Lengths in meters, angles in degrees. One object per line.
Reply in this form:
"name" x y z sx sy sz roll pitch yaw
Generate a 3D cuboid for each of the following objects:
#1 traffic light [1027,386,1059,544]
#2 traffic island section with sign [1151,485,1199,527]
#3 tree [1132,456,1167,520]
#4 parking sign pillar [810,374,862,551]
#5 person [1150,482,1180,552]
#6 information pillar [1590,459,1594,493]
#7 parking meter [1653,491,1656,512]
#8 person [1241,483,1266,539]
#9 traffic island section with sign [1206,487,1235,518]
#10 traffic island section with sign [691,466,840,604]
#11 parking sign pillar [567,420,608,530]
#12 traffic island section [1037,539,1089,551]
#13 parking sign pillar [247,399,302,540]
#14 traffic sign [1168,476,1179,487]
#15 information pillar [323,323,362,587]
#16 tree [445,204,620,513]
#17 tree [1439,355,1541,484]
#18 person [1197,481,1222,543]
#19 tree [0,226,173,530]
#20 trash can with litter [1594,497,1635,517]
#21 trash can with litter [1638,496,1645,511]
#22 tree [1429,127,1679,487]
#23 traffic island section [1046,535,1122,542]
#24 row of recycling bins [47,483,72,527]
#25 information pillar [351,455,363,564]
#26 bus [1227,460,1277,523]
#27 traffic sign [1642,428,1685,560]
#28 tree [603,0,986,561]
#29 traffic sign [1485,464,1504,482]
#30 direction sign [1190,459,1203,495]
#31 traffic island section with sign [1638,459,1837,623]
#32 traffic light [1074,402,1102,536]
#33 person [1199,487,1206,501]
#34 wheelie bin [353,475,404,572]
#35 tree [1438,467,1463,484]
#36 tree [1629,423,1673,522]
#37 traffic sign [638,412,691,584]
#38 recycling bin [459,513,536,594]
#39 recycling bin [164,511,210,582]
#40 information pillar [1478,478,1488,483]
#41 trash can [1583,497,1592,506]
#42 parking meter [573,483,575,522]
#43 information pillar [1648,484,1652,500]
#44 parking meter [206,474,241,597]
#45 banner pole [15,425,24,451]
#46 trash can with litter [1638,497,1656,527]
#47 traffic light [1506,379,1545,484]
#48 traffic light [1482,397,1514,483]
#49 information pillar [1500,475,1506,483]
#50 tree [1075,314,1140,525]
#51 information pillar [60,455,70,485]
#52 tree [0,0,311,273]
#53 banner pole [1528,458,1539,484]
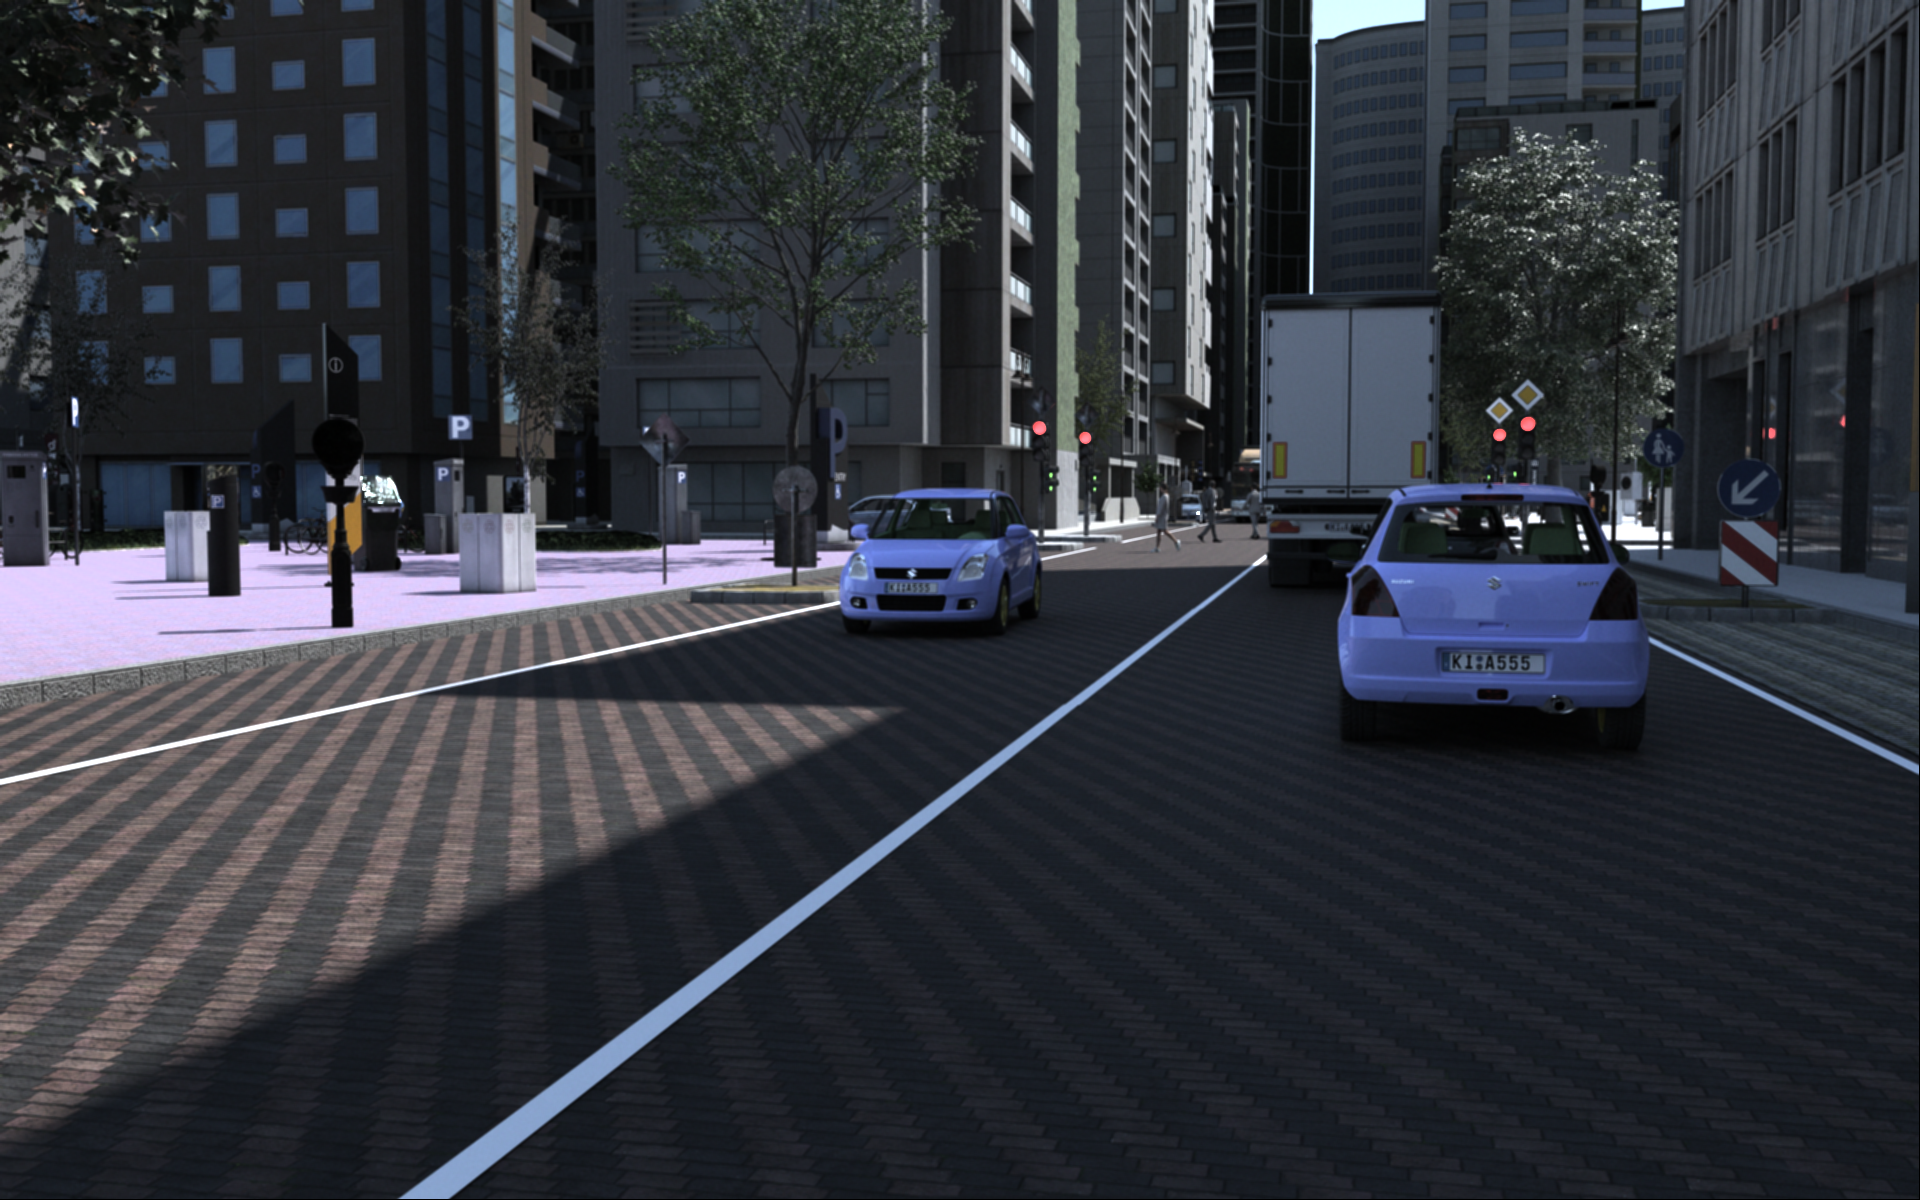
"traffic light" 2.127 -3.423 44.882 0.839 4.253 0.868 1 4 13
"traffic island section with sign" 9.634 -4.196 77.227 1.989 1.847 2.006 1 4 13
"tree" 9.419 -5.666 87.239 1.663 3.219 1.824 0 3 0
"parking sign pillar" -2.968 -3.114 39.389 1.447 3.967 1.447 1 4 17
"person" 5.059 -2.050 42.768 0.760 1.731 0.466 -1 4 -21
"information pillar" 41.691 -7.516 114.237 0.183 3.616 0.504 3 4 37
"parking meter" 42.731 -5.985 106.270 0.372 1.533 0.369 0 3 0
"person" 9.327 -2.818 54.849 0.678 1.792 0.850 -1 4 -18
"traffic island section with sign" 15.503 -5.805 103.538 1.989 1.847 2.006 1 4 13
"traffic island section with sign" -2.373 -0.910 23.500 1.989 1.847 2.006 1 4 13
"parking sign pillar" -13.447 -4.519 62.364 1.447 3.967 1.447 0 4 8
"traffic island section" 2.090 -1.391 45.025 2.009 0.180 2.903 1 4 13
"parking sign pillar" -19.342 -3.688 48.776 1.447 3.967 1.447 1 4 22
"traffic sign" 11.847 -5.753 96.187 0.606 2.300 0.079 1 4 14
"information pillar" -8.579 -1.999 24.041 0.183 3.616 0.504 3 5 43
"tree" -11.090 -5.797 45.139 4.360 8.622 3.978 0 3 0
"tree" 25.931 -8.094 82.704 4.737 8.622 4.395 0 3 0
"person" 7.424 -2.610 51.268 0.850 1.850 0.679 -1 4 -17
"tree" -23.998 -5.923 47.197 4.360 8.622 3.978 0 3 0
"trash can with litter" 33.107 -4.761 88.902 2.233 1.210 1.678 -2 4 -31
"trash can with litter" 38.156 -5.333 98.244 2.233 1.210 1.678 0 4 2
"tree" 20.461 -9.343 59.421 9.857 13.997 8.962 0 3 0
"traffic island section" 3.831 -1.868 52.819 2.009 0.180 2.903 1 4 13
"row of recycling bins" -36.025 -3.738 68.234 3.534 1.692 1.069 2 4 26
"information pillar" -11.092 -1.662 31.674 0.304 2.012 0.304 0 4 -6
"bus" 15.757 -5.799 89.680 2.948 3.499 13.247 1 4 13
"traffic sign" 13.638 -2.052 33.649 0.768 2.556 0.104 1 4 14
"tree" -3.117 -6.566 33.109 9.928 11.665 9.643 0 3 0
"traffic sign" 22.221 -4.403 72.090 0.768 2.556 0.104 1 4 19
"direction sign" 15.362 -7.382 112.697 0.876 3.537 0.379 -1 4 -14
"traffic island section with sign" 8.898 -0.707 20.185 1.989 1.847 2.006 1 4 13
"traffic light" 3.868 -3.899 52.676 0.839 4.253 0.868 1 4 13
"person" 12.794 -5.020 90.849 0.520 1.790 0.573 1 4 15
"wheelie bin" -9.808 -1.285 28.924 0.693 1.594 0.980 3 5 43
"tree" 31.466 -7.160 111.667 1.663 3.219 1.824 0 3 0
"tree" 32.684 -5.889 79.994 4.285 4.588 4.351 0 3 0
"traffic sign" -4.191 -1.428 24.536 0.795 2.450 0.064 1 4 15
"recycling bin" -6.059 -0.621 22.703 0.722 1.027 0.722 2 4 26
"recycling bin" -11.232 -0.797 25.593 0.722 1.027 0.722 3 4 36
"information pillar" 23.220 -4.432 76.953 0.304 2.012 0.304 -1 4 -9
"trash can" 26.342 -3.771 73.307 0.748 1.137 0.748 0 3 0
"parking meter" -17.628 -4.535 79.851 0.255 1.863 0.399 1 4 12
"information pillar" 41.177 -6.850 103.344 0.183 3.616 0.504 2 4 32
"parking meter" -9.282 -0.820 21.816 0.372 1.533 0.369 0 3 0
"banner pole" -33.983 -4.444 62.680 0.401 3.779 0.863 -3 5 -44
"trash can with litter" 27.009 -3.428 67.431 1.055 1.170 0.624 0 4 0
"traffic light" 13.805 -3.265 42.299 0.839 4.253 0.868 1 4 13
"traffic light" 15.546 -3.741 50.093 0.839 4.253 0.868 1 4 13
"information pillar" 21.161 -3.871 67.782 0.304 2.012 0.304 2 4 32
"tree" 5.360 -7.422 71.719 4.737 8.622 4.395 0 3 0
"information pillar" -36.776 -4.878 71.111 0.504 3.616 0.183 1 4 11
"tree" -8.275 -5.602 8.600 9.611 12.733 9.660 0 3 0
"banner pole" 35.157 -7.124 106.497 0.863 3.779 0.401 0 4 6
